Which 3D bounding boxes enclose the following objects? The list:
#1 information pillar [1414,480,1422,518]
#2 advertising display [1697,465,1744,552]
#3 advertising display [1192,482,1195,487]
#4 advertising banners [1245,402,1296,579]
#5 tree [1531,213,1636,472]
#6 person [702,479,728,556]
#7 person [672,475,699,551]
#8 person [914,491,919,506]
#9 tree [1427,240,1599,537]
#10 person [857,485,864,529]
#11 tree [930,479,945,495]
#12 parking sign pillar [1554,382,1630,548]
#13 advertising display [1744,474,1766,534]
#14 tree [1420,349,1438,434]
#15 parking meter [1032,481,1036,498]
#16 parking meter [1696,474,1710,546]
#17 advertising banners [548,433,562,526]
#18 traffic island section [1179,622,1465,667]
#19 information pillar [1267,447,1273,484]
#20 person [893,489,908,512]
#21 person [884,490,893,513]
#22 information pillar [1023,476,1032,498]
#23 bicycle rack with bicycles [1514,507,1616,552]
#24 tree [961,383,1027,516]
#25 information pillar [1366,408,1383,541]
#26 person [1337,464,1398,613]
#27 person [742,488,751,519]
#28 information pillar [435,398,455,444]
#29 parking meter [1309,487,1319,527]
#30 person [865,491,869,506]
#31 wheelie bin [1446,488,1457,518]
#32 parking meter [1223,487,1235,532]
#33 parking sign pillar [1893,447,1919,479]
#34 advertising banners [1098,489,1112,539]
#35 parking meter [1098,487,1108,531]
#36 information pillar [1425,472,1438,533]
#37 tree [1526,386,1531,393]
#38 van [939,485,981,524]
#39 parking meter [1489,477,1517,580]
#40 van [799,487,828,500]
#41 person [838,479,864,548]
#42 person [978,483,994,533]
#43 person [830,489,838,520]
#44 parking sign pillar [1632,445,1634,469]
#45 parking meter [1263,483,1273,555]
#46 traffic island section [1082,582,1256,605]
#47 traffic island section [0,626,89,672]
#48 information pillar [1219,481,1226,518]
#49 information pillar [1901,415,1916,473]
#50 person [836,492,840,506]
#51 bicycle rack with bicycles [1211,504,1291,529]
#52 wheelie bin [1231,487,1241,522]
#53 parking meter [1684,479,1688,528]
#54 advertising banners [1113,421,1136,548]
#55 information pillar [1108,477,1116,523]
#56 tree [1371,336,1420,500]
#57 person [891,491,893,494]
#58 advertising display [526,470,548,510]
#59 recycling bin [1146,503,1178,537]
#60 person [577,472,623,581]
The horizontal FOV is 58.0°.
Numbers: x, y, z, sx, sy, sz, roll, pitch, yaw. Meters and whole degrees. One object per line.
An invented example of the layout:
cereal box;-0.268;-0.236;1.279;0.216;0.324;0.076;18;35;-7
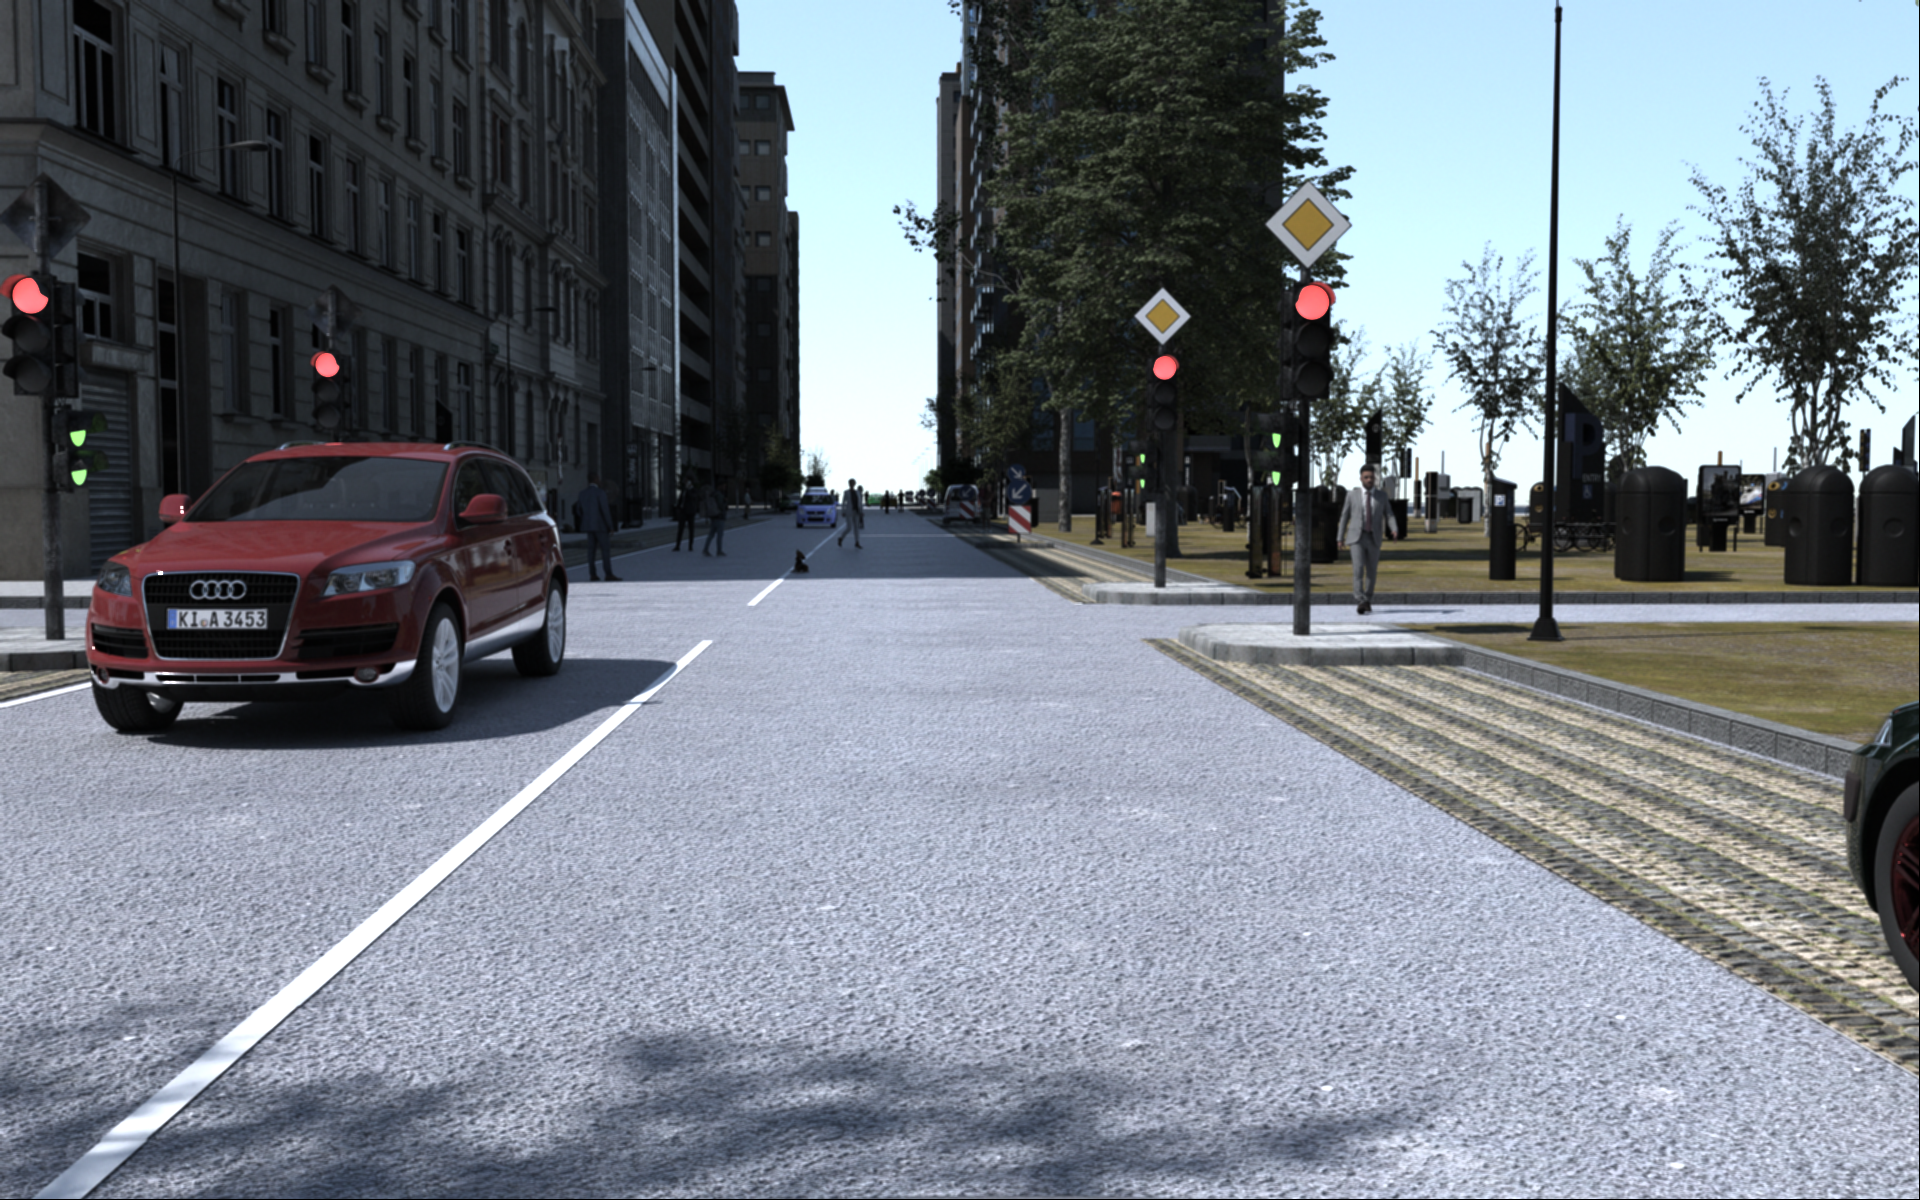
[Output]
information pillar;24.167;-5.319;91.465;0.304;2.012;0.304;0;4;-8
advertising display;16.846;-2.033;38.446;0.974;1.923;0.123;-1;4;-12
advertising display;12.692;-5.452;94.349;0.123;1.923;0.974;0;4;5
advertising banners;4.890;-1.880;26.920;0.090;3.025;2.074;2;4;32
tree;18.086;-5.858;46.137;4.737;8.622;4.395;0;3;0
person;-5.569;-1.893;39.803;0.623;1.781;0.721;3;5;44
person;-6.906;-2.191;43.691;0.648;1.900;0.474;1;4;16
person;-5.098;-11.896;202.863;0.599;1.838;0.709;3;5;39
tree;15.891;-6.166;51.170;4.360;8.622;3.978;0;3;0
person;-4.248;-3.882;72.148;0.526;1.800;0.537;1;4;21
tree;-2.092;-11.681;185.585;1.663;3.219;1.824;0;3;0
parking sign pillar;15.046;-3.272;41.968;1.447;3.967;1.447;-2;4;-33
advertising display;25.604;-3.113;56.109;0.123;1.923;0.974;-2;4;-30
tree;20.561;-8.022;81.519;4.737;8.622;4.395;0;3;0
parking meter;3.205;-4.394;77.556;0.399;1.863;0.255;0;4;-2
parking meter;18.293;-2.249;42.475;0.399;1.863;0.255;0;4;0
advertising banners;-11.444;-3.218;48.794;0.090;3.025;2.074;0;4;1
traffic island section;3.134;0.397;15.783;2.009;0.180;2.903;0;4;-3
information pillar;15.320;-5.738;85.164;0.504;3.616;0.183;3;5;42
person;-4.715;-7.919;138.003;1.348;1.821;0.705;2;4;26
person;-5.341;-7.309;128.721;0.721;1.735;1.217;-2;4;-30
information pillar;2.788;-4.124;71.912;0.304;2.012;0.304;-1;4;-19
bicycle rack with bicycles;14.043;-1.574;39.113;2.925;0.926;2.852;3;4;36
tree;2.056;-9.325;102.829;4.360;8.622;3.978;0;3;0
information pillar;11.263;-3.410;47.112;0.183;3.616;0.504;-3;5;-42
person;4.904;-0.740;20.878;0.678;1.792;0.850;0;4;5
person;-11.966;-5.387;97.070;0.515;1.767;0.782;0;4;-3
information pillar;-12.516;-3.105;42.125;0.504;3.616;0.183;1;4;20
parking meter;13.602;-3.558;66.580;0.372;1.533;0.369;0;3;0
person;-10.755;-11.837;202.172;0.705;1.807;1.348;-2;4;-30
wheelie bin;26.683;-5.265;93.994;0.693;1.594;0.980;0;4;4
parking meter;9.128;-3.083;58.811;0.372;1.533;0.369;0;3;0
parking sign pillar;53.634;-6.713;98.223;1.447;3.967;1.447;0;4;4
advertising banners;4.346;-3.329;50.612;0.090;3.025;2.074;1;4;20
parking meter;4.915;-3.135;59.663;0.372;1.533;0.369;0;3;0
information pillar;15.445;-3.196;56.744;0.304;2.012;0.304;-1;4;-11
tree;25.922;-7.443;72.062;4.737;8.622;4.395;0;3;0
van;0.084;-4.402;78.988;2.013;2.044;4.112;0;4;-2
parking meter;8.106;-1.066;25.843;0.372;1.533;0.369;0;3;0
van;-8.598;-5.913;103.693;2.013;2.044;4.112;0;4;-4
person;-2.888;-2.289;45.803;0.818;1.842;0.514;3;5;41
person;0.922;-3.391;63.911;0.580;1.828;0.573;-1;4;-15
person;-6.952;-5.210;94.693;0.512;1.701;0.522;-1;4;-22
parking sign pillar;36.309;-6.524;95.141;1.447;3.967;1.447;1;4;22
parking meter;6.596;-1.739;36.848;0.372;1.533;0.369;0;3;0
traffic island section;2.767;-0.090;23.759;2.009;0.180;2.903;0;4;-3
traffic island section;-7.996;0.428;15.277;2.009;0.180;2.903;0;4;-3
information pillar;14.309;-5.504;94.478;0.304;2.012;0.304;2;4;34
information pillar;28.060;-3.666;51.288;0.504;3.616;0.183;-2;4;-27
person;-14.886;-12.397;211.993;0.742;1.727;0.445;1;4;23
bicycle rack with bicycles;11.001;-3.171;65.230;2.925;0.926;2.852;1;4;12
wheelie bin;12.590;-4.407;79.967;0.693;1.594;0.980;1;4;18
parking meter;27.603;-3.706;66.297;0.255;1.863;0.399;-3;5;-43
advertising banners;3.951;-2.762;41.339;0.090;3.025;2.074;1;4;17
information pillar;6.686;-4.377;76.057;0.304;2.012;0.304;0;4;-7
tree;16.195;-7.546;73.736;4.737;8.622;4.395;0;3;0
person;-9.463;-14.255;241.576;0.705;1.824;1.348;-1;4;-20
advertising display;-11.375;-2.526;46.513;0.123;1.923;0.974;1;4;18
recycling bin;5.994;-2.376;51.398;0.722;1.027;0.722;3;4;36
person;-5.987;-1.218;28.595;0.721;1.800;0.419;1;4;20
